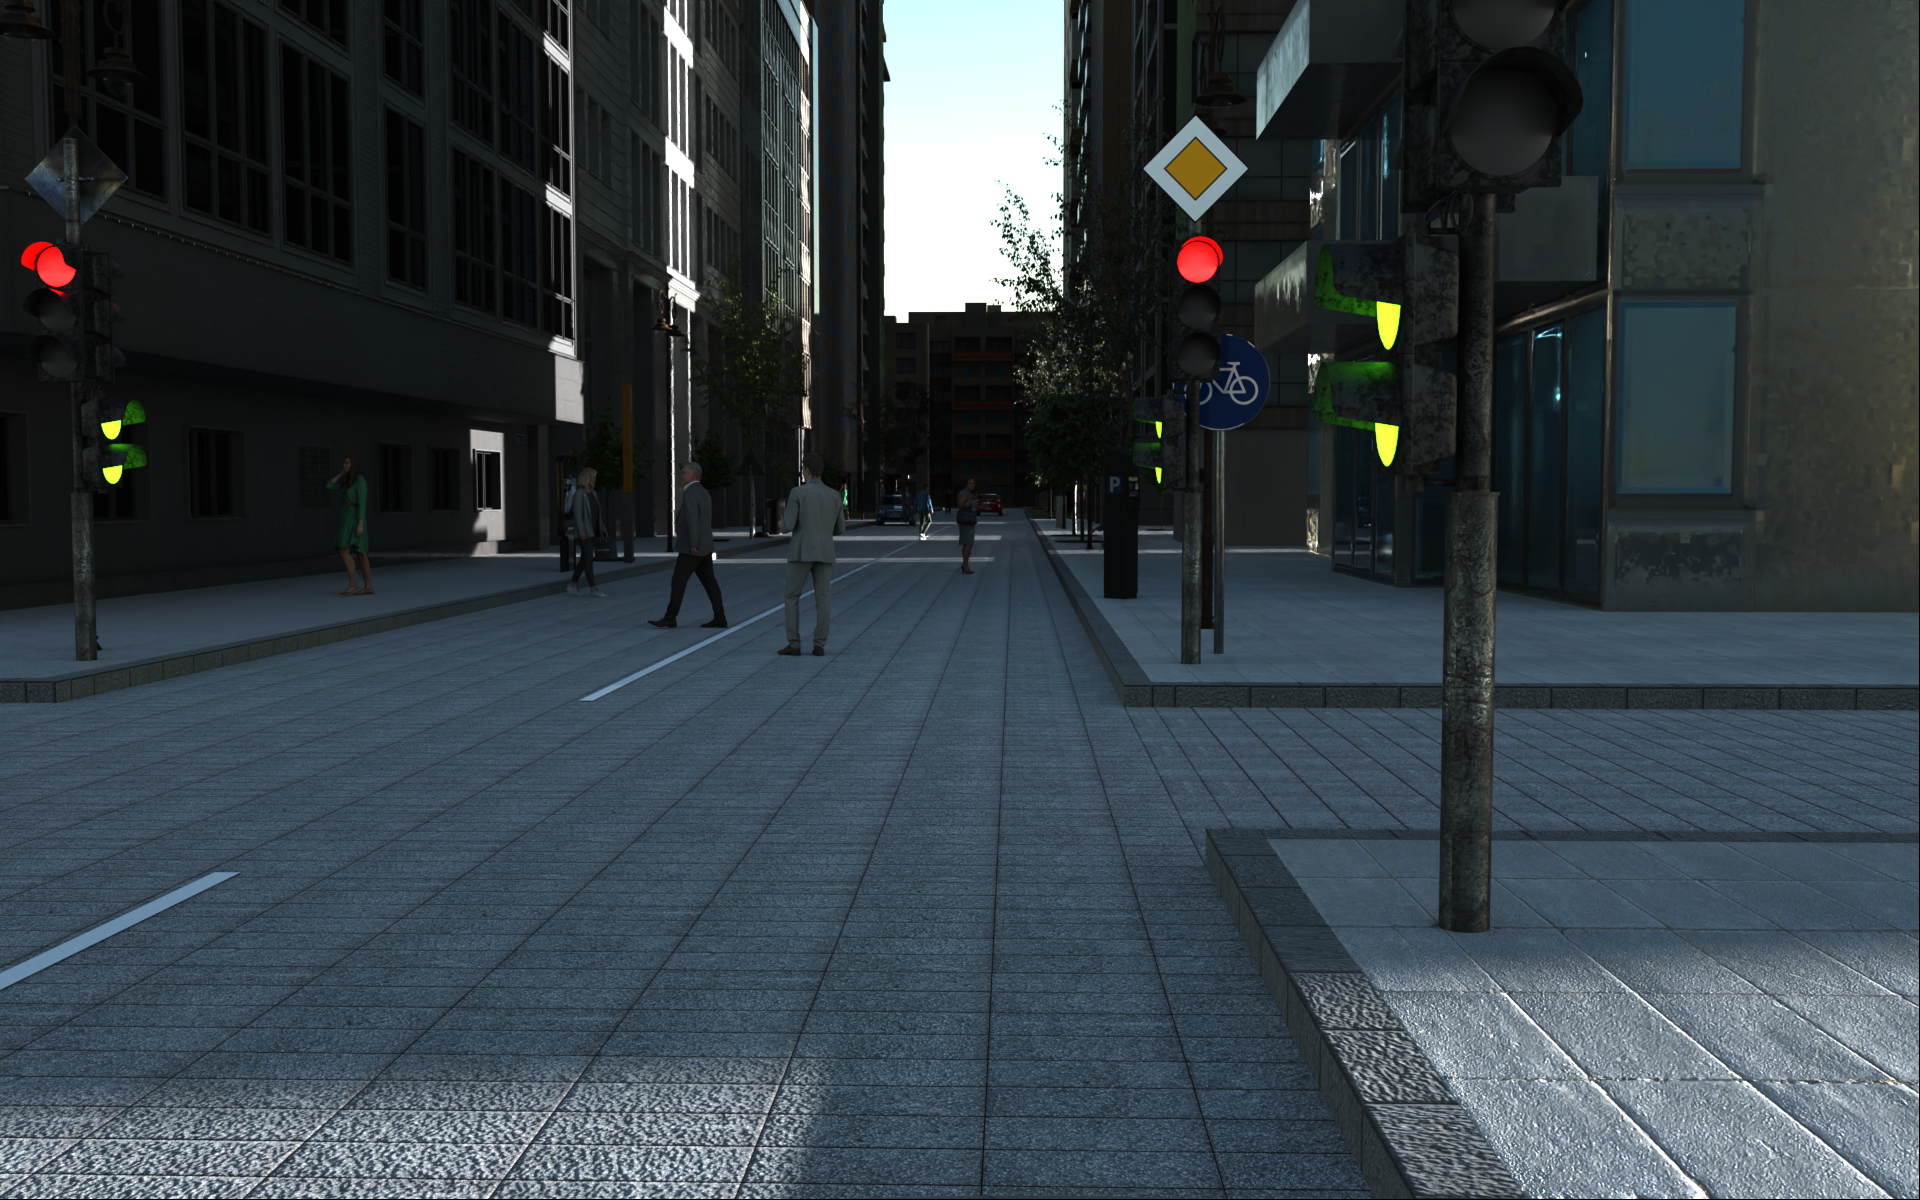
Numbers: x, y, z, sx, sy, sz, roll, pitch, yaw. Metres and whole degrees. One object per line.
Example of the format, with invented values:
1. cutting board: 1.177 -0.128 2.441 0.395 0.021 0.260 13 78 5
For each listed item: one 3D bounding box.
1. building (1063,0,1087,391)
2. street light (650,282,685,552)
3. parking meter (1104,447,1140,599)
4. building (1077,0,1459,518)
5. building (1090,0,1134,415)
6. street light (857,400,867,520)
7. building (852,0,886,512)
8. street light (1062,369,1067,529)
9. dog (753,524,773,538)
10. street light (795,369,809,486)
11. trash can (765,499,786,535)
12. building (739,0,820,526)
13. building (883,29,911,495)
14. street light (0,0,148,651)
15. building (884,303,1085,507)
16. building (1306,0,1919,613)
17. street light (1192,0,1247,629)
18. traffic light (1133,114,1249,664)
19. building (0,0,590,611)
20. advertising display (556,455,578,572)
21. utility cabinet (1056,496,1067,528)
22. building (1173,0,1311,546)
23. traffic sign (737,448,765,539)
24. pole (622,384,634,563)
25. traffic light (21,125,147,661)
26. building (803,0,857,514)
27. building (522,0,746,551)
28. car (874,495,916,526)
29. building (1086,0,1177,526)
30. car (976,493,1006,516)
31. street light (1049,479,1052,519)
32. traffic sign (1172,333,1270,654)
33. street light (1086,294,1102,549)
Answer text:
1. building: 22.541 -34.127 147.210 28.713 52.752 27.495 0 4 2
2. street light: -6.384 -3.986 37.960 0.468 5.910 1.993 0 4 2
3. parking meter: 1.985 -0.950 21.252 0.399 1.863 0.255 3 5 43
4. building: 19.456 -30.512 118.485 23.786 49.044 30.456 0 4 2
5. building: 14.495 -27.282 96.166 14.600 45.320 14.200 0 4 2
6. street light: -4.822 -6.905 85.677 0.468 5.910 1.993 0 4 2
7. building: -12.896 -26.912 123.609 14.154 41.232 14.086 0 4 2
8. street light: 3.841 -5.566 63.790 0.468 5.910 1.993 0 4 2
9. dog: -5.800 -2.028 50.895 0.550 0.427 0.748 -1 4 -13
10. street light: -5.692 -5.454 61.966 0.468 5.910 1.993 0 4 2
11. trash can: -5.845 -2.646 54.909 0.748 1.137 0.748 0 3 0
12. building: -13.476 -15.915 78.234 12.078 24.808 19.932 0 4 2
13. building: -19.347 -30.395 151.575 28.867 44.769 22.147 0 4 2
14. street light: -7.141 -2.523 14.033 0.468 5.910 1.993 0 4 2
15. building: 2.675 -20.995 188.312 28.899 21.520 27.650 0 4 2
16. building: 20.059 -24.884 26.469 30.456 49.044 23.786 0 4 2
17. street light: 2.357 -2.665 16.358 0.468 5.910 1.993 0 4 2
18. traffic light: 1.730 -1.473 13.000 0.839 4.253 0.868 0 4 2
19. building: -15.568 -14.250 26.501 14.314 27.812 24.014 0 4 2
20. advertising display: -6.529 -1.444 28.823 0.123 1.923 0.974 0 4 1
21. utility cabinet: 3.870 -3.372 66.294 0.306 1.237 1.020 1 4 11
22. building: 13.010 -22.316 48.462 14.154 41.232 14.086 0 4 2
23. traffic sign: -5.978 -3.022 49.417 0.884 2.594 0.081 1 4 11
24. pole: -6.165 -2.344 32.161 0.158 3.312 0.155 0 3 0
25. traffic light: -6.727 -1.488 13.253 0.839 4.253 0.868 0 4 2
26. building: -14.088 -28.091 109.399 14.600 45.320 14.200 0 4 2
27. building: -14.452 -16.868 53.279 11.434 29.767 29.804 0 4 2
28. car: -2.930 -4.161 80.029 2.014 1.417 4.499 0 4 0
29. building: 16.095 -38.808 72.764 20.563 71.187 20.611 0 4 2
30. car: 1.936 -6.459 114.651 2.155 1.783 4.494 0 4 4
31. street light: 4.579 -7.016 87.506 0.468 5.910 1.993 0 4 2
32. traffic sign: 2.081 -0.841 13.858 0.768 2.556 0.104 1 4 11
33. street light: 3.017 -4.116 40.077 0.468 5.910 1.993 0 4 2
